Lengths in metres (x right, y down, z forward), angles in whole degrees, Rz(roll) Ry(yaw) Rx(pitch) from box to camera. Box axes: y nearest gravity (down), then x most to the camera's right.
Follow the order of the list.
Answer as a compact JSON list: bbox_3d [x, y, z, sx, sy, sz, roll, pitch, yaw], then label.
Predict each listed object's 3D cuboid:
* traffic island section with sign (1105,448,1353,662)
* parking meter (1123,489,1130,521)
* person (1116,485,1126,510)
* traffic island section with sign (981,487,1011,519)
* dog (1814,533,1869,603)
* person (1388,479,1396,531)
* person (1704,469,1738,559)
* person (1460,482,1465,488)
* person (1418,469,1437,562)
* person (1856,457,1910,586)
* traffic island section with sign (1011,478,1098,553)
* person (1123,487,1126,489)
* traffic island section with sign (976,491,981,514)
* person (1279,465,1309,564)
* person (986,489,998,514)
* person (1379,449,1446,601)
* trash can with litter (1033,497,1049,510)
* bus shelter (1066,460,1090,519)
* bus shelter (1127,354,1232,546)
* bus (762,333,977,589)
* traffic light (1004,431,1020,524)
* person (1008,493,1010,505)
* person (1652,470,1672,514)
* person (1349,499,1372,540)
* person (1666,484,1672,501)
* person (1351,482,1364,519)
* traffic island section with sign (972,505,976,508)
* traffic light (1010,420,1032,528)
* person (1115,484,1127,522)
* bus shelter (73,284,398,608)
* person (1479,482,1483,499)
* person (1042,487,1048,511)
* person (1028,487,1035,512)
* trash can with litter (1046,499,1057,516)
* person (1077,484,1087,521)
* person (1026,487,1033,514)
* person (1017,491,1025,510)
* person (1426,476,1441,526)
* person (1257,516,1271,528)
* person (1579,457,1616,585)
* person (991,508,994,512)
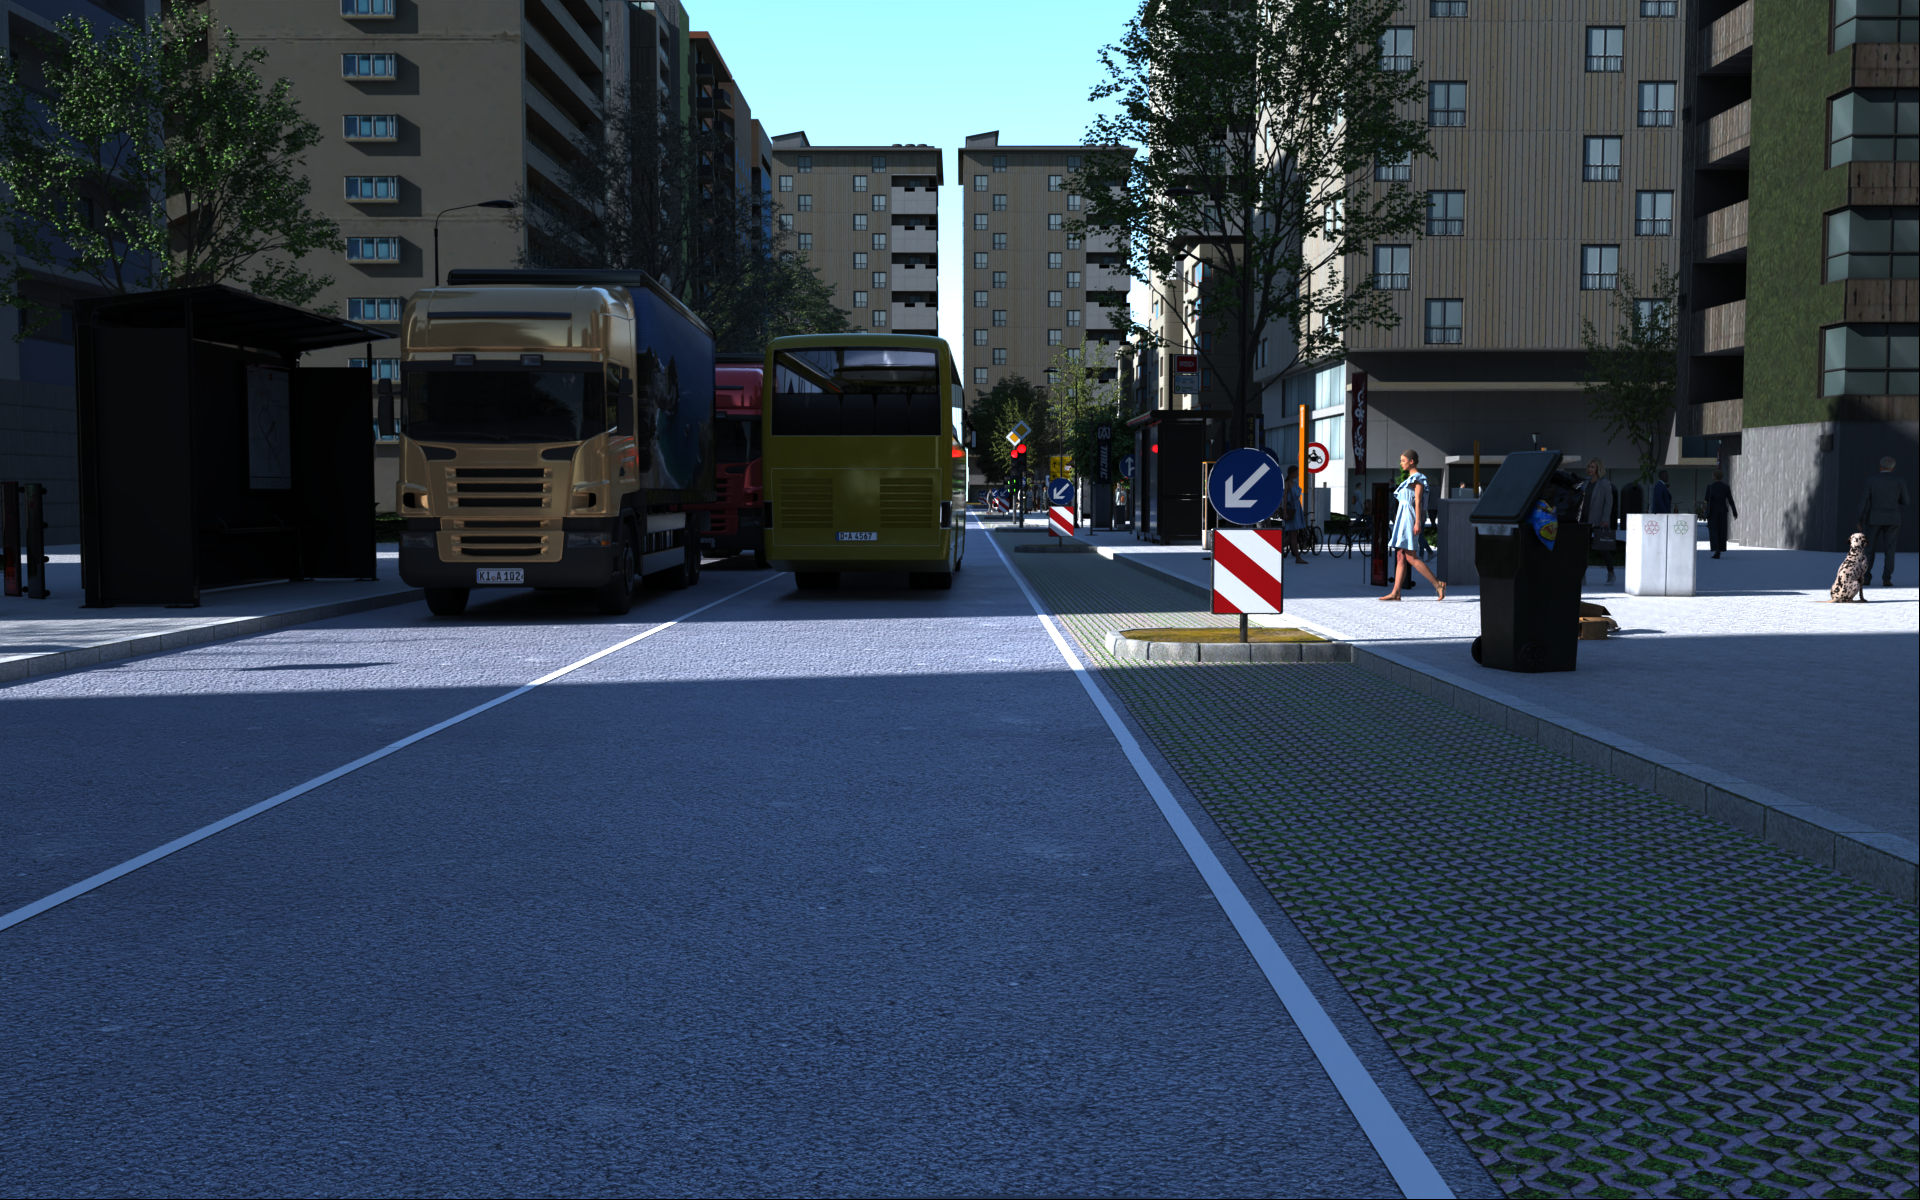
[{"bbox_3d":[2.346,-0.427,15.616,1.989,1.847,2.006,0,3,0],"label":"traffic island section with sign"},{"bbox_3d":[7.908,-4.507,82.094,0.372,1.533,0.369,0,3,0],"label":"parking meter"},{"bbox_3d":[7.212,-4.309,77.497,0.512,1.701,0.522,-1,4,-18],"label":"person"},{"bbox_3d":[2.356,-5.494,98.452,1.989,1.847,2.006,0,3,0],"label":"traffic island section with sign"},{"bbox_3d":[10.428,-0.377,20.540,0.800,0.831,0.513,0,4,3],"label":"dog"},{"bbox_3d":[14.855,-3.283,59.821,0.767,1.812,0.694,0,3,0],"label":"person"},{"bbox_3d":[15.095,-1.709,34.407,0.576,1.772,0.534,-1,4,-16],"label":"person"},{"bbox_3d":[22.676,-4.436,78.589,0.620,1.820,0.660,2,4,29],"label":"person"},{"bbox_3d":[8.666,-1.571,32.400,0.598,1.740,0.731,-1,4,-18],"label":"person"},{"bbox_3d":[12.904,-1.102,24.238,0.661,1.801,0.590,1,4,21],"label":"person"},{"bbox_3d":[2.342,-2.085,42.722,1.989,1.847,2.006,0,3,0],"label":"traffic island section with sign"},{"bbox_3d":[11.584,-7.117,122.976,0.480,1.755,0.524,3,4,38],"label":"person"},{"bbox_3d":[2.355,-7.143,125.407,1.989,1.847,2.006,0,3,0],"label":"traffic island section with sign"},{"bbox_3d":[6.050,-1.572,31.840,0.778,1.811,0.616,3,5,42],"label":"person"},{"bbox_3d":[2.170,-6.901,121.445,0.853,1.813,0.709,2,4,28],"label":"person"},{"bbox_3d":[5.401,-0.887,20.633,0.778,1.811,0.616,1,4,17],"label":"person"},{"bbox_3d":[6.514,-7.784,138.332,2.233,1.210,1.678,-1,4,-10],"label":"trash can with litter"},{"bbox_3d":[6.559,-5.768,88.224,2.014,3.302,5.546,0,4,0],"label":"bus shelter"},{"bbox_3d":[5.787,-4.260,47.280,2.179,5.291,8.768,0,3,0],"label":"bus shelter"},{"bbox_3d":[-1.231,-2.286,28.916,2.896,3.916,12.252,0,4,1],"label":"bus"},{"bbox_3d":[2.304,-5.170,73.450,0.839,4.253,0.868,0,3,0],"label":"traffic light"},{"bbox_3d":[5.685,-11.786,198.771,0.705,1.821,1.348,1,4,16],"label":"person"},{"bbox_3d":[15.474,-1.953,38.165,0.419,1.800,0.721,1,4,20],"label":"person"},{"bbox_3d":[11.415,-2.235,48.077,1.012,1.151,0.738,3,5,40],"label":"person"},{"bbox_3d":[28.490,-3.764,69.846,0.447,1.846,0.655,1,4,18],"label":"person"},{"bbox_3d":[14.019,-3.297,60.950,0.522,1.701,0.512,-1,4,-9],"label":"person"},{"bbox_3d":[2.375,-10.195,175.318,1.989,1.847,2.006,0,3,0],"label":"traffic island section with sign"},{"bbox_3d":[2.303,-4.682,65.464,0.839,4.253,0.868,0,3,0],"label":"traffic light"},{"bbox_3d":[7.337,-4.452,79.012,0.590,1.801,0.661,1,4,12],"label":"person"},{"bbox_3d":[-9.121,-1.909,22.492,1.731,3.624,6.357,0,3,0],"label":"bus shelter"},{"bbox_3d":[22.887,-4.297,76.421,0.853,1.813,0.709,1,4,17],"label":"person"},{"bbox_3d":[6.430,-7.687,131.901,0.590,1.801,0.661,-2,4,-30],"label":"person"},{"bbox_3d":[5.156,-7.358,126.749,0.834,1.777,0.661,-1,4,-18],"label":"person"},{"bbox_3d":[5.283,-5.440,100.327,0.624,1.170,1.055,-2,4,-24],"label":"trash can with litter"},{"bbox_3d":[5.865,-4.719,83.406,0.583,1.804,0.606,-1,4,-14],"label":"person"},{"bbox_3d":[4.388,-6.261,108.984,0.480,1.755,0.524,-1,4,-18],"label":"person"},{"bbox_3d":[4.809,-7.971,136.248,0.514,1.842,0.818,-3,4,-38],"label":"person"},{"bbox_3d":[13.411,-2.636,49.326,0.709,1.800,0.728,-1,4,-23],"label":"person"},{"bbox_3d":[7.273,-2.198,41.784,0.655,1.846,0.447,-2,4,-34],"label":"person"},{"bbox_3d":[8.942,-1.100,24.214,0.728,1.800,0.709,-2,4,-24],"label":"person"},{"bbox_3d":[2.552,-7.448,130.614,0.601,1.785,0.444,-3,4,-39],"label":"person"}]
